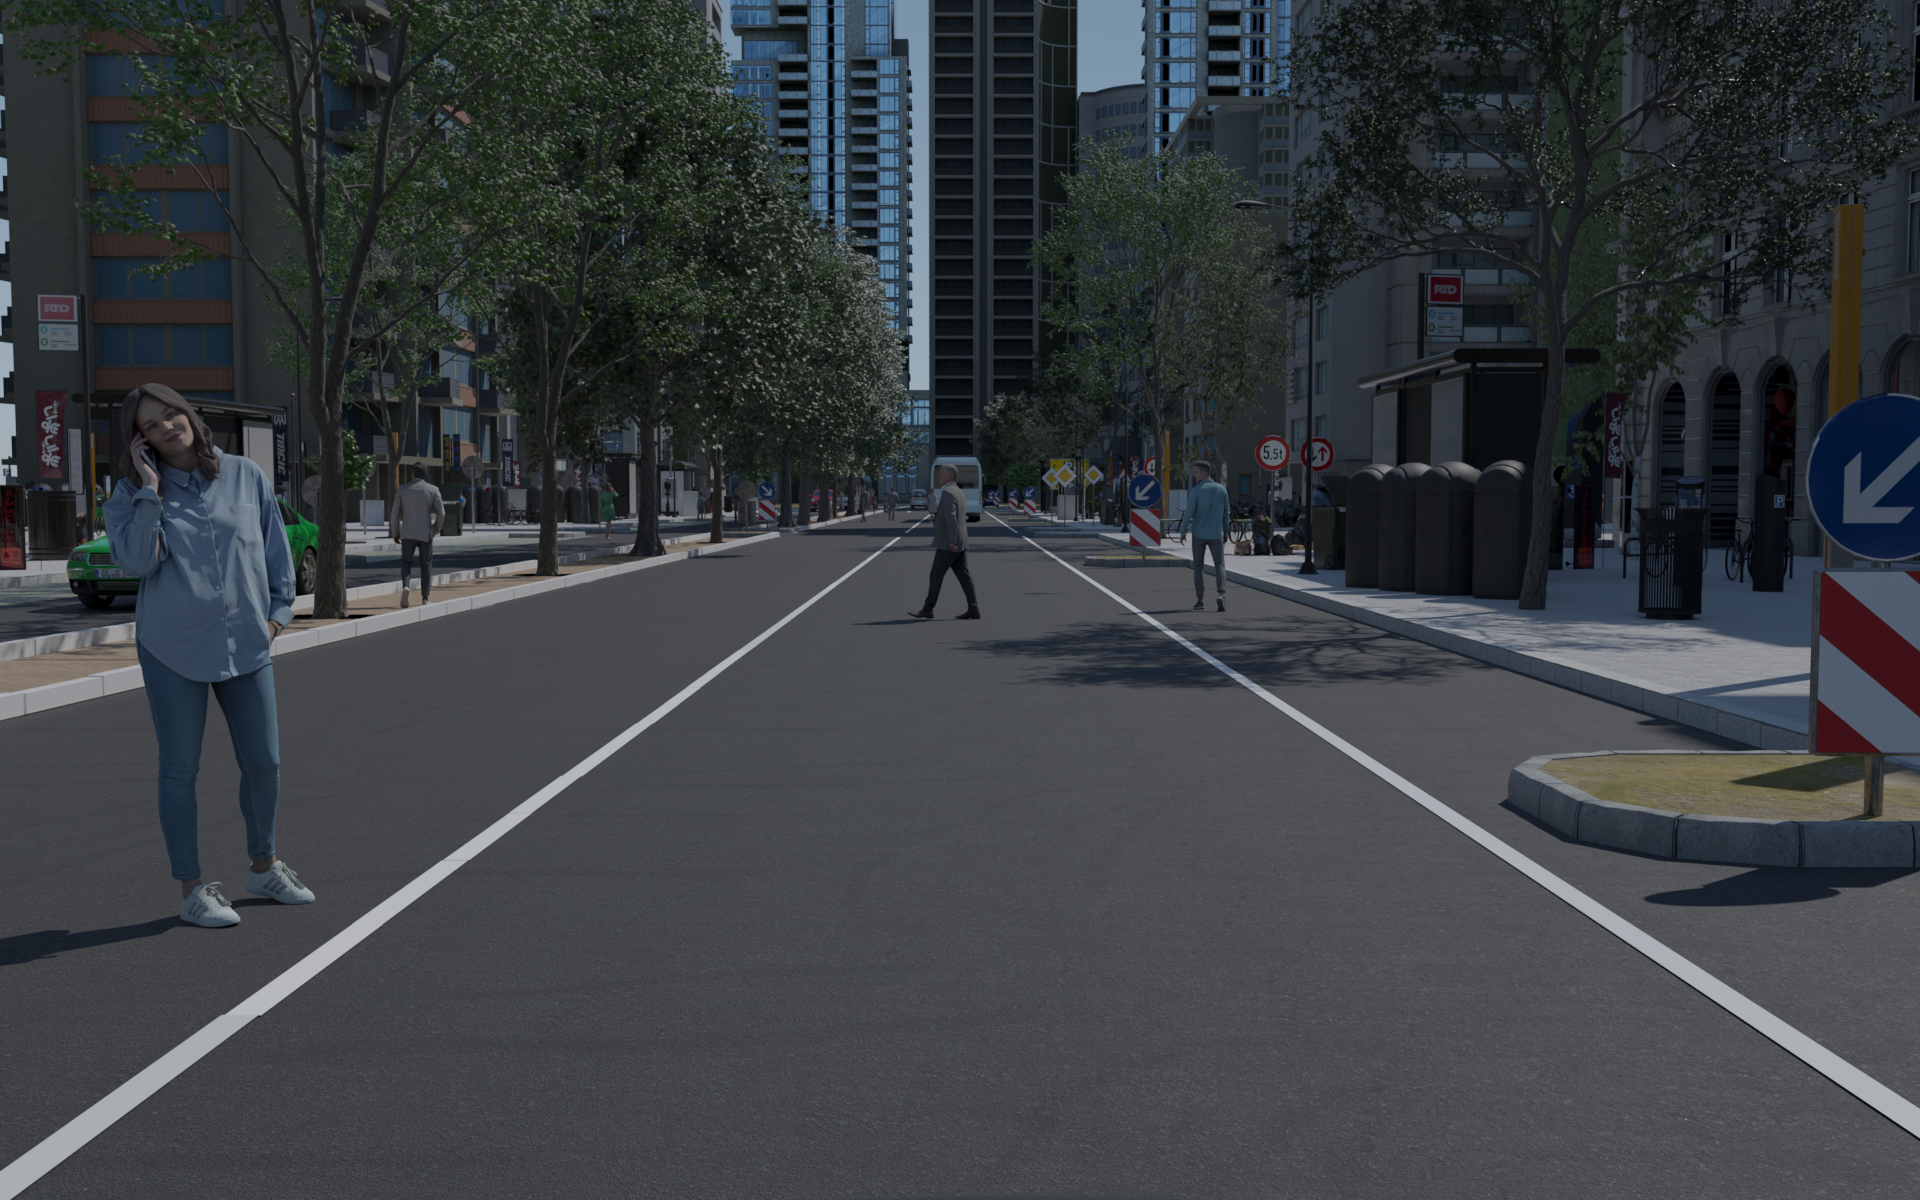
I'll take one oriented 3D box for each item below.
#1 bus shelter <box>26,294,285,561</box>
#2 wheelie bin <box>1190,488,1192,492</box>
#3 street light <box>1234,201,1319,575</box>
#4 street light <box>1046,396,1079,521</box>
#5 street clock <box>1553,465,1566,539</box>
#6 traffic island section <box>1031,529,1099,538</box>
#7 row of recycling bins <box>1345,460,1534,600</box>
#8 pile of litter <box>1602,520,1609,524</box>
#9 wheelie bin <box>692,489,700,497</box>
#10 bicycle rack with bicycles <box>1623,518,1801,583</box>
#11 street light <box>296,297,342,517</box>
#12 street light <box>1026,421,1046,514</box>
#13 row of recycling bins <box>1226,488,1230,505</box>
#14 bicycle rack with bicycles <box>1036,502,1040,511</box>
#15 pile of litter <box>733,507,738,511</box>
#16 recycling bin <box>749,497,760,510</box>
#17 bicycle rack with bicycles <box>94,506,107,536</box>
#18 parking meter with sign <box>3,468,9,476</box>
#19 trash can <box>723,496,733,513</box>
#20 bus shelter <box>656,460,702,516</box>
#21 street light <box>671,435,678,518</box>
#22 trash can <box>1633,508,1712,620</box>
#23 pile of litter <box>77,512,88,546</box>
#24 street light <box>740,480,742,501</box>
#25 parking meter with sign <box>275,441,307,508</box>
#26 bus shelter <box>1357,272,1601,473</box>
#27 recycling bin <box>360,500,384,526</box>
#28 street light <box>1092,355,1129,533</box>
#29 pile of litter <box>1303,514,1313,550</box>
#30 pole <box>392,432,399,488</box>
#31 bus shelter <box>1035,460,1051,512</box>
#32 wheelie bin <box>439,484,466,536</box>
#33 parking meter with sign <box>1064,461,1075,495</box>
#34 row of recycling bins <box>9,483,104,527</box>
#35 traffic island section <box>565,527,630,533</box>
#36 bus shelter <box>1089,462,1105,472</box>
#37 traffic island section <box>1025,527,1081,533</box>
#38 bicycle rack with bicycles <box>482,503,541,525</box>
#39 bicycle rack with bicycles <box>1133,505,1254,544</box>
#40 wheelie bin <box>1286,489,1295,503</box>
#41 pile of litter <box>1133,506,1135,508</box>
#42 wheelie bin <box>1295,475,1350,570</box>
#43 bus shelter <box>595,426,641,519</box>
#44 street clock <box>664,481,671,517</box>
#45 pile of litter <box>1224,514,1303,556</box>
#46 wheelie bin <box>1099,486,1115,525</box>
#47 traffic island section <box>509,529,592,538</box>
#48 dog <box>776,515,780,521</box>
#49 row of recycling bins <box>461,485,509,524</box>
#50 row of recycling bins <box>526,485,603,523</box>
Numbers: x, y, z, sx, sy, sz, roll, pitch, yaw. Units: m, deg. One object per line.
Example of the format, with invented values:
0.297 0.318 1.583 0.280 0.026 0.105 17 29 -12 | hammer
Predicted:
-17.385 -3.660 37.476 2.179 5.291 8.768 0 3 0 | bus shelter
11.747 -4.746 85.497 0.980 1.594 0.693 1 4 20 | wheelie bin
5.036 -3.366 27.580 1.470 5.913 1.316 0 3 0 | street light
4.920 -6.645 81.192 1.470 5.913 1.316 0 3 0 | street light
15.148 -2.381 43.503 0.471 2.002 0.358 2 4 30 | street clock
3.500 -2.158 57.556 2.009 0.180 2.903 0 3 0 | traffic island section
6.212 -0.946 22.573 1.069 1.692 3.534 -1 4 -21 | row of recycling bins
27.335 -3.718 74.754 1.176 0.858 1.719 0 4 2 | pile of litter
-16.669 -6.244 109.993 0.980 1.594 0.693 -1 4 -11 | wheelie bin
11.559 -0.789 26.284 2.925 0.926 2.852 -3 5 -42 | bicycle rack with bicycles
-15.071 -4.183 40.939 1.470 5.913 1.316 0 3 0 | street light
4.954 -8.424 110.273 1.470 5.913 1.316 0 3 0 | street light
15.480 -5.894 103.482 1.069 1.692 3.534 1 4 19 | row of recycling bins
7.073 -7.382 134.073 2.925 0.926 2.852 2 4 25 | bicycle rack with bicycles
-17.266 -7.346 134.076 1.719 0.858 1.176 -1 4 -22 | pile of litter
-16.110 -7.527 135.615 0.722 1.027 0.722 -2 4 -25 | recycling bin
-24.834 -2.402 52.648 2.852 0.926 2.925 -2 4 -35 | bicycle rack with bicycles
-63.930 -7.403 117.303 1.738 3.016 0.543 2 4 25 | parking meter with sign
-16.037 -6.618 119.864 0.748 1.137 0.748 0 3 0 | trash can
-16.949 -6.747 104.242 2.014 3.302 5.546 0 3 0 | bus shelter
-15.034 -7.451 94.368 1.470 5.913 1.316 0 3 0 | street light
7.312 -0.377 17.814 0.748 1.137 0.748 0 3 0 | trash can
-21.484 -1.700 41.767 1.176 0.858 1.719 -2 4 -29 | pile of litter
-15.080 -9.230 123.449 1.470 5.913 1.316 0 3 0 | street light
-22.495 -3.722 57.116 1.738 3.016 0.543 -3 4 -36 | parking meter with sign
8.129 -3.151 29.149 2.179 5.291 8.768 0 3 0 | bus shelter
-23.656 -3.494 69.687 0.722 1.027 0.722 -3 5 -42 | recycling bin
4.962 -5.192 57.430 1.470 5.913 1.316 0 3 0 | street light
8.186 -1.596 40.059 1.719 0.858 1.176 0 4 -7 | pile of litter
-18.681 -3.885 57.357 0.158 3.312 0.155 0 3 0 | pole
6.268 -7.926 120.879 1.731 3.624 6.357 0 3 0 | bus shelter
-15.554 -2.751 52.885 0.980 1.594 0.693 0 4 -4 | wheelie bin
5.769 -5.780 90.771 0.543 3.016 1.738 0 4 -1 | parking meter with sign
-35.441 -3.709 67.758 3.534 1.692 1.069 -1 4 -22 | row of recycling bins
-13.648 -2.645 65.532 2.009 0.180 2.903 0 3 0 | traffic island section
8.405 -7.163 111.041 2.014 3.302 5.546 0 3 0 | bus shelter
3.493 -2.646 65.541 2.009 0.180 2.903 0 3 0 | traffic island section
-18.367 -3.614 72.470 2.925 0.926 2.852 -1 4 -10 | bicycle rack with bicycles
6.618 -1.947 45.209 2.925 0.926 2.852 -3 4 -37 | bicycle rack with bicycles
18.877 -5.534 98.391 0.693 1.594 0.980 1 4 11 | wheelie bin
12.178 -6.830 125.638 1.176 0.858 1.719 2 4 33 | pile of litter
6.338 -1.316 29.428 0.980 1.594 0.693 -2 4 -35 | wheelie bin
-17.679 -6.836 89.394 2.179 5.291 8.768 0 3 0 | bus shelter
-16.495 -5.698 97.729 0.358 2.002 0.471 -2 4 -29 | street clock
6.259 -1.373 36.407 1.719 0.858 1.176 1 4 12 | pile of litter
6.187 -3.901 71.684 0.980 1.594 0.693 -1 4 -17 | wheelie bin
-13.642 -2.157 57.547 2.009 0.180 2.903 0 3 0 | traffic island section
-8.975 -4.141 86.996 0.540 0.507 0.406 -3 4 -36 | dog
-21.106 -4.170 75.288 1.069 1.692 3.534 2 4 31 | row of recycling bins
-17.646 -4.306 77.516 3.534 1.692 1.069 -3 4 -36 | row of recycling bins
